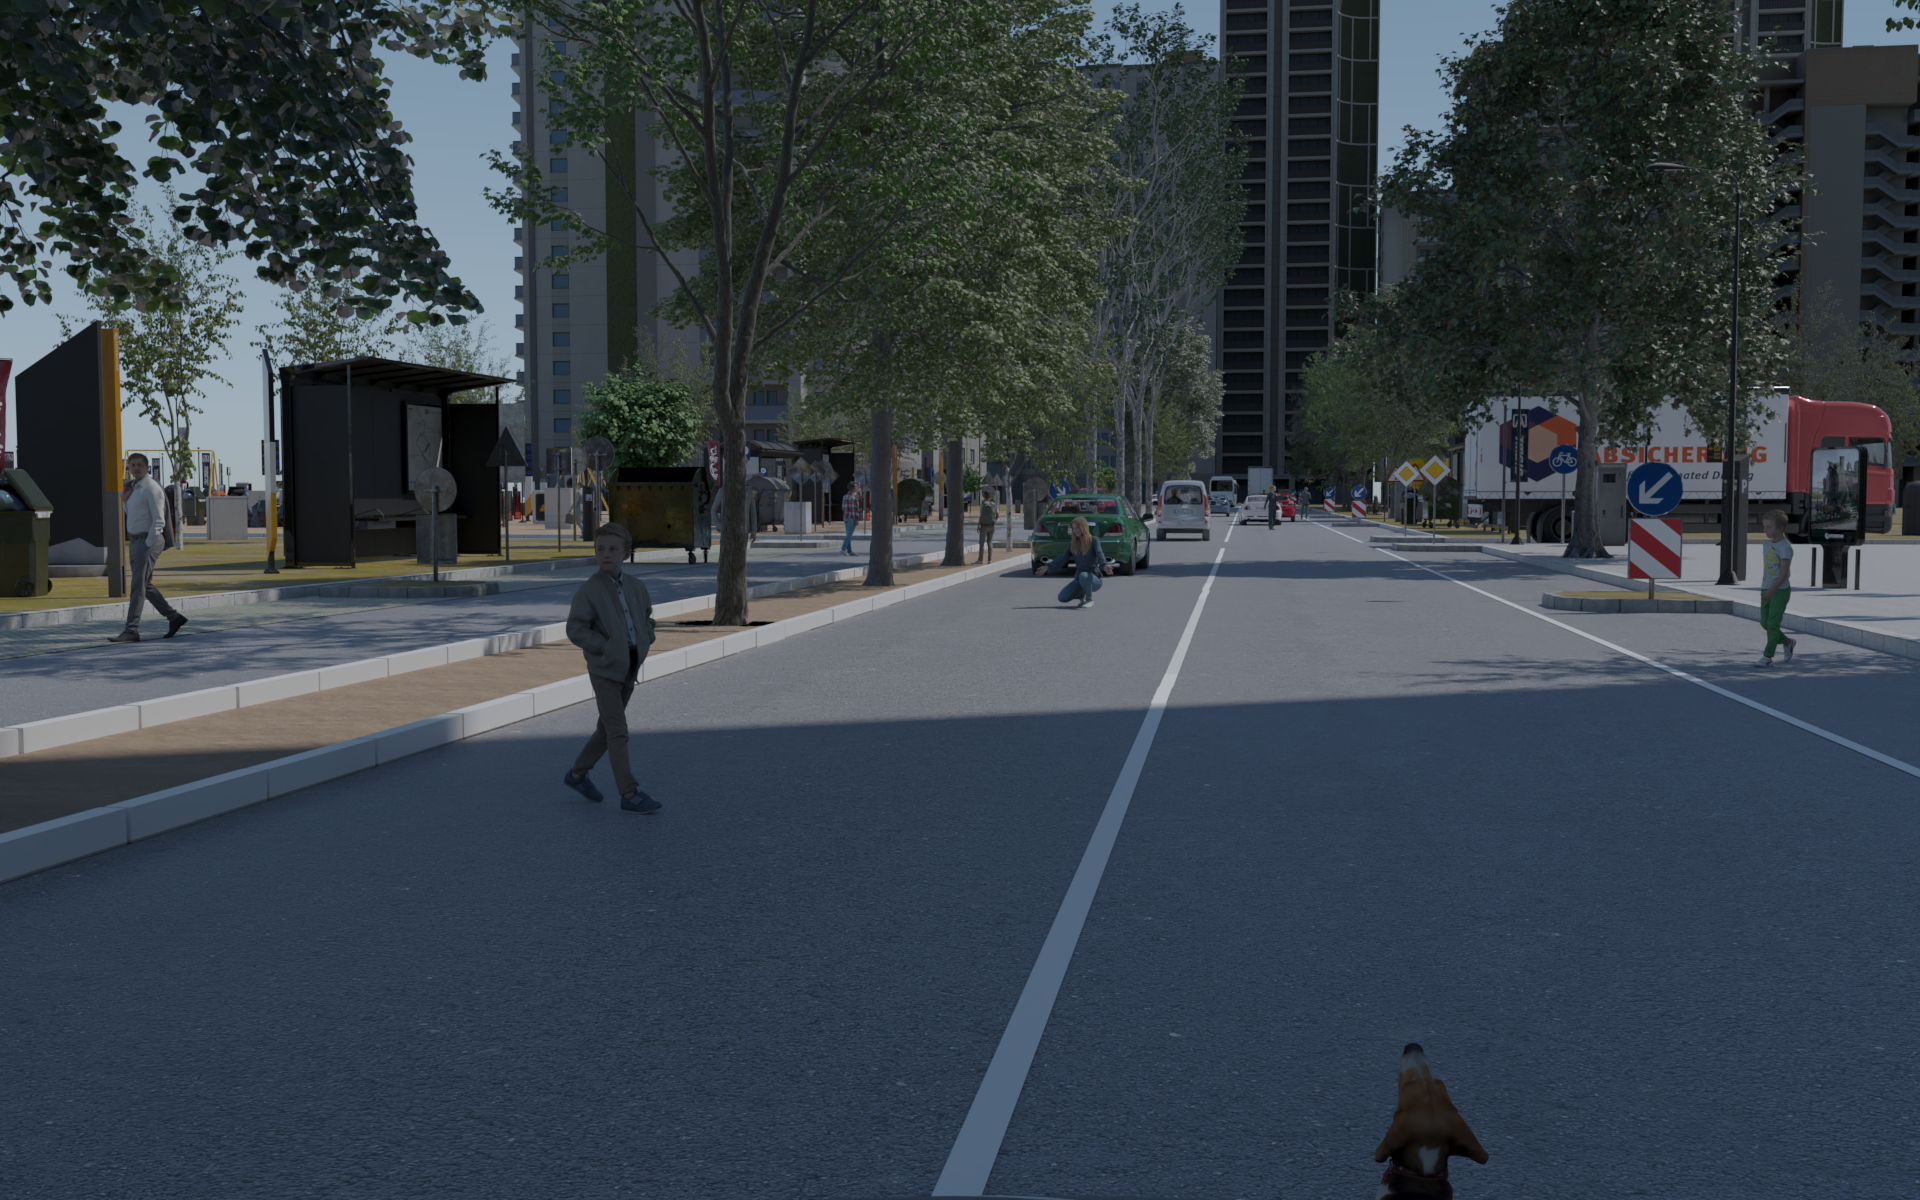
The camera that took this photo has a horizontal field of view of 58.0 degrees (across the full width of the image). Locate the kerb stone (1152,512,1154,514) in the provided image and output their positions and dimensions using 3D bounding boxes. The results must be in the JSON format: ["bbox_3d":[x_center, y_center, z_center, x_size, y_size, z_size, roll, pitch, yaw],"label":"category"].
[{"bbox_3d":[14.161,-6.401,126.939,0.120,0.150,1.000,1,4,9],"label":"kerb stone"}]

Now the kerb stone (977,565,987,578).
[{"bbox_3d":[0.285,-0.468,29.842,0.120,0.150,1.000,1,4,9],"label":"kerb stone"}]

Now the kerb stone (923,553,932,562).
[{"bbox_3d":[-0.791,-0.861,36.266,0.120,0.150,1.000,1,4,9],"label":"kerb stone"}]

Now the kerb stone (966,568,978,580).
[{"bbox_3d":[0.117,-0.406,28.833,0.120,0.150,1.000,1,4,9],"label":"kerb stone"}]

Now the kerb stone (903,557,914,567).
[{"bbox_3d":[-1.116,-0.731,34.244,0.120,0.150,1.000,1,4,9],"label":"kerb stone"}]

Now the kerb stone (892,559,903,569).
[{"bbox_3d":[-1.293,-0.673,33.237,0.120,0.150,1.000,1,4,9],"label":"kerb stone"}]

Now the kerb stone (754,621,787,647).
[{"bbox_3d":[-1.877,0.336,16.697,0.120,0.150,1.000,1,4,9],"label":"kerb stone"}]

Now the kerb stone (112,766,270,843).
[{"bbox_3d":[-3.380,0.895,7.615,0.120,0.150,1.000,1,4,9],"label":"kerb stone"}]

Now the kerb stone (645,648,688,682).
[{"bbox_3d":[-2.382,0.521,13.673,0.120,0.150,1.000,1,4,9],"label":"kerb stone"}]

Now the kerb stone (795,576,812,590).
[{"bbox_3d":[-2.454,-0.242,26.160,0.120,0.150,1.000,1,4,9],"label":"kerb stone"}]

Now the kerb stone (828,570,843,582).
[{"bbox_3d":[-2.126,-0.366,28.179,0.120,0.150,1.000,1,4,9],"label":"kerb stone"}]

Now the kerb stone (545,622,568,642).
[{"bbox_3d":[-3.946,0.313,17.078,0.120,0.150,1.000,1,4,9],"label":"kerb stone"}]

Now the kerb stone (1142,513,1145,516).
[{"bbox_3d":[12.654,-5.848,117.817,0.120,0.150,1.000,1,4,9],"label":"kerb stone"}]

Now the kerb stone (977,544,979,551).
[{"bbox_3d":[0.387,-1.293,43.355,0.120,0.150,1.000,1,4,9],"label":"kerb stone"}]

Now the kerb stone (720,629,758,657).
[{"bbox_3d":[-2.049,0.398,15.690,0.120,0.150,1.000,1,4,9],"label":"kerb stone"}]

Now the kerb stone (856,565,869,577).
[{"bbox_3d":[-1.780,-0.484,30.199,0.120,0.150,1.000,1,4,9],"label":"kerb stone"}]

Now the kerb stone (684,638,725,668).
[{"bbox_3d":[-2.217,0.460,14.681,0.120,0.150,1.000,1,4,9],"label":"kerb stone"}]

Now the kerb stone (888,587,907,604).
[{"bbox_3d":[-0.890,-0.036,22.779,0.120,0.150,1.000,1,4,9],"label":"kerb stone"}]

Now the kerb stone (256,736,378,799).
[{"bbox_3d":[-3.215,0.836,8.623,0.120,0.150,1.000,1,4,9],"label":"kerb stone"}]

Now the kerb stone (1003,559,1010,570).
[{"bbox_3d":[0.782,-0.653,32.876,0.120,0.150,1.000,1,4,9],"label":"kerb stone"}]

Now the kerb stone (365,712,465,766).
[{"bbox_3d":[-3.047,0.774,9.634,0.120,0.150,1.000,1,4,9],"label":"kerb stone"}]

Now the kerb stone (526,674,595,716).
[{"bbox_3d":[-2.718,0.645,11.651,0.120,0.150,1.000,1,4,9],"label":"kerb stone"}]

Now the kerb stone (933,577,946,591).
[{"bbox_3d":[-0.386,-0.221,25.803,0.120,0.150,1.000,1,4,9],"label":"kerb stone"}]

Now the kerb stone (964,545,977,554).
[{"bbox_3d":[0.215,-1.233,42.347,0.120,0.150,1.000,1,4,9],"label":"kerb stone"}]

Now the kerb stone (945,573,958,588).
[{"bbox_3d":[-0.217,-0.276,26.811,0.120,0.150,1.000,1,4,9],"label":"kerb stone"}]

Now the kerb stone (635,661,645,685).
[{"bbox_3d":[-2.553,0.584,12.665,0.120,0.150,1.000,1,4,9],"label":"kerb stone"}]

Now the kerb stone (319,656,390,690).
[{"bbox_3d":[-4.611,0.564,13.040,0.120,0.150,1.000,1,4,9],"label":"kerb stone"}]

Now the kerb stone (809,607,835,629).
[{"bbox_3d":[-1.556,0.216,18.736,0.120,0.150,1.000,1,4,9],"label":"kerb stone"}]

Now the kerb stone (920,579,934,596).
[{"bbox_3d":[-0.549,-0.159,24.794,0.120,0.150,1.000,1,4,9],"label":"kerb stone"}]

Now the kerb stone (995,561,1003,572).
[{"bbox_3d":[0.617,-0.588,31.866,0.120,0.150,1.000,1,4,9],"label":"kerb stone"}]

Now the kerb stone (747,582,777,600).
[{"bbox_3d":[-2.781,-0.118,24.141,0.120,0.150,1.000,1,4,9],"label":"kerb stone"}]

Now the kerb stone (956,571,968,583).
[{"bbox_3d":[-0.057,-0.341,27.821,0.120,0.150,1.000,1,4,9],"label":"kerb stone"}]

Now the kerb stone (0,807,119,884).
[{"bbox_3d":[-3.550,0.955,6.600,0.120,0.150,1.000,1,4,9],"label":"kerb stone"}]

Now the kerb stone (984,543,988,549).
[{"bbox_3d":[0.545,-1.353,44.367,0.120,0.150,1.000,1,4,9],"label":"kerb stone"}]

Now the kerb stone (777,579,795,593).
[{"bbox_3d":[-2.621,-0.181,25.152,0.120,0.150,1.000,1,4,9],"label":"kerb stone"}]

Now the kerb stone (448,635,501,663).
[{"bbox_3d":[-4.278,0.437,15.057,0.120,0.150,1.000,1,4,9],"label":"kerb stone"}]

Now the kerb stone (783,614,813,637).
[{"bbox_3d":[-1.715,0.274,17.716,0.120,0.150,1.000,1,4,9],"label":"kerb stone"}]

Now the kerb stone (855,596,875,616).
[{"bbox_3d":[-1.218,0.088,20.760,0.120,0.150,1.000,1,4,9],"label":"kerb stone"}]

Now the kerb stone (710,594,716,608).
[{"bbox_3d":[-3.110,0.007,22.119,0.120,0.150,1.000,1,4,9],"label":"kerb stone"}]

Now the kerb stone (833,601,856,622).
[{"bbox_3d":[-1.380,0.150,19.745,0.120,0.150,1.000,1,4,9],"label":"kerb stone"}]

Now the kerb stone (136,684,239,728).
[{"bbox_3d":[-4.948,0.684,11.019,0.120,0.150,1.000,1,4,9],"label":"kerb stone"}]

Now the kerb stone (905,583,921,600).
[{"bbox_3d":[-0.716,-0.097,23.786,0.120,0.150,1.000,1,4,9],"label":"kerb stone"}]

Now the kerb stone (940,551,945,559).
[{"bbox_3d":[-0.448,-0.984,38.286,0.120,0.150,1.000,1,4,9],"label":"kerb stone"}]

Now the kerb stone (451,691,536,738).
[{"bbox_3d":[-2.882,0.709,10.643,0.120,0.150,1.000,1,4,9],"label":"kerb stone"}]

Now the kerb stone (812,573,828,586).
[{"bbox_3d":[-2.285,-0.304,27.169,0.120,0.150,1.000,1,4,9],"label":"kerb stone"}]

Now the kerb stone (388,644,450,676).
[{"bbox_3d":[-4.445,0.500,14.049,0.120,0.150,1.000,1,4,9],"label":"kerb stone"}]

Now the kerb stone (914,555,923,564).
[{"bbox_3d":[-0.958,-0.791,35.258,0.120,0.150,1.000,1,4,9],"label":"kerb stone"}]

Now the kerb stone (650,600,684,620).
[{"bbox_3d":[-3.448,0.128,20.103,0.120,0.150,1.000,1,4,9],"label":"kerb stone"}]

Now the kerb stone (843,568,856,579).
[{"bbox_3d":[-1.958,-0.425,29.187,0.120,0.150,1.000,1,4,9],"label":"kerb stone"}]

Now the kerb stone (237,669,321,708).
[{"bbox_3d":[-4.774,0.622,12.031,0.120,0.150,1.000,1,4,9],"label":"kerb stone"}]

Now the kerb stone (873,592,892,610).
[{"bbox_3d":[-1.046,0.029,21.768,0.120,0.150,1.000,1,4,9],"label":"kerb stone"}]

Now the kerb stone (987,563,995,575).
[{"bbox_3d":[0.449,-0.528,30.853,0.120,0.150,1.000,1,4,9],"label":"kerb stone"}]

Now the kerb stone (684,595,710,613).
[{"bbox_3d":[-3.284,0.066,21.112,0.120,0.150,1.000,1,4,9],"label":"kerb stone"}]

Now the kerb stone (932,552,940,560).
[{"bbox_3d":[-0.626,-0.921,37.275,0.120,0.150,1.000,1,4,9],"label":"kerb stone"}]

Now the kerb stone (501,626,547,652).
[{"bbox_3d":[-4.111,0.379,16.069,0.120,0.150,1.000,1,4,9],"label":"kerb stone"}]
